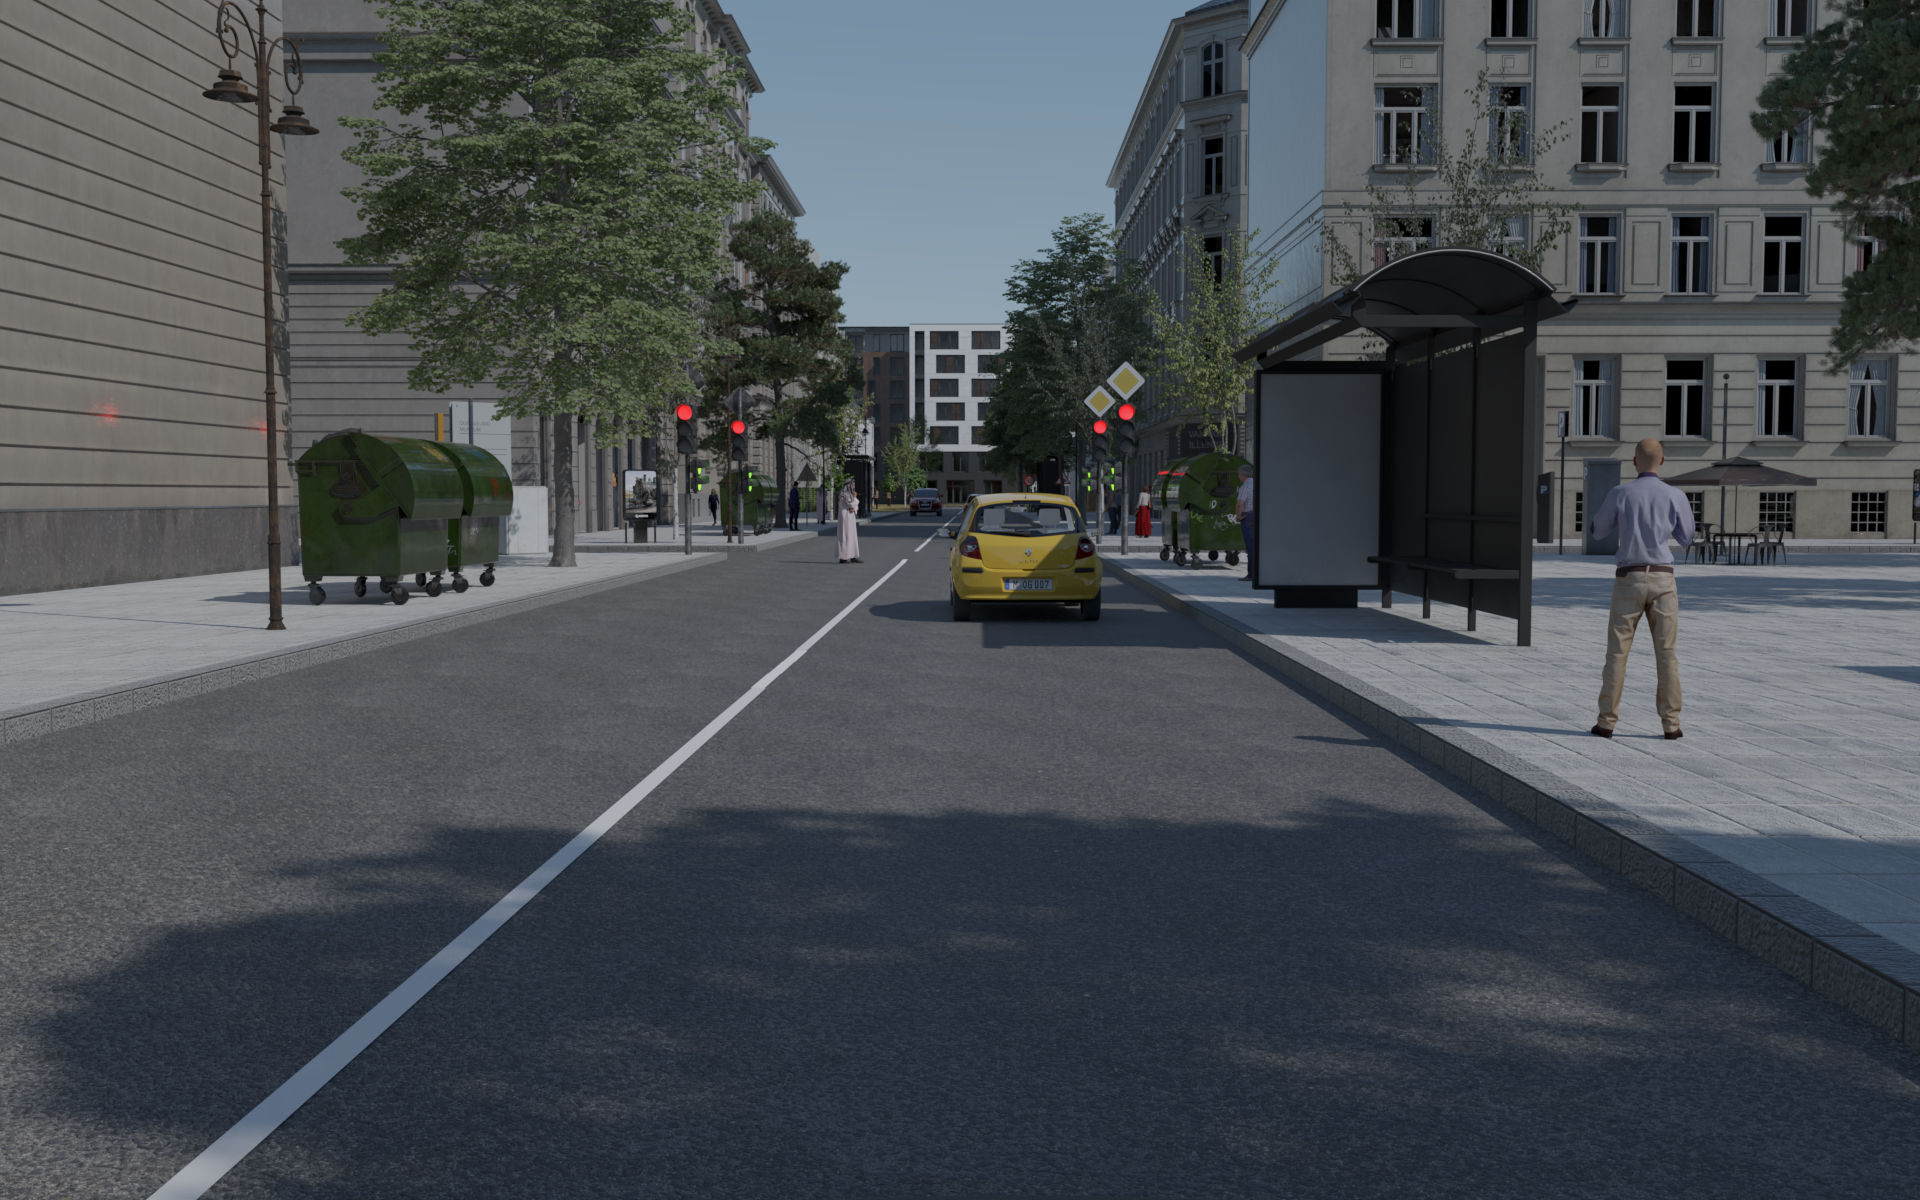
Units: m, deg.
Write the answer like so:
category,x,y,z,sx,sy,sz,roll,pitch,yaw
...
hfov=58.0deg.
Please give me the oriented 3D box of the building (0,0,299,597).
category,x,y,z,sx,sy,sz,roll,pitch,yaw
building,-24.026,-13.912,24.731,25.104,27.353,12.463,0,4,1

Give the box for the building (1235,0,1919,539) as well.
category,x,y,z,sx,sy,sz,roll,pitch,yaw
building,24.555,-13.601,55.668,30.059,22.955,16.112,0,4,1

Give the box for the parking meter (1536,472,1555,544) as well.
category,x,y,z,sx,sy,sz,roll,pitch,yaw
parking meter,15.233,-2.407,45.073,0.255,1.863,0.399,-3,5,-44

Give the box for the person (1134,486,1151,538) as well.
category,x,y,z,sx,sy,sz,roll,pitch,yaw
person,5.364,-2.575,50.620,0.523,1.526,0.387,-2,4,-27

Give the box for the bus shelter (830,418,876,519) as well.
category,x,y,z,sx,sy,sz,roll,pitch,yaw
bus shelter,-5.893,-7.093,93.597,2.179,5.291,8.768,0,4,1

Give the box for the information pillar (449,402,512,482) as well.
category,x,y,z,sx,sy,sz,roll,pitch,yaw
information pillar,-12.329,-3.259,44.598,1.656,3.620,0.184,-3,5,-43

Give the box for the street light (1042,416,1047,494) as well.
category,x,y,z,sx,sy,sz,roll,pitch,yaw
street light,4.544,-7.274,91.724,0.468,5.910,1.993,0,4,1

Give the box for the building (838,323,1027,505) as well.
category,x,y,z,sx,sy,sz,roll,pitch,yaw
building,-8.059,-23.093,221.547,32.646,21.610,27.936,0,4,1

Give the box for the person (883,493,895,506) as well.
category,x,y,z,sx,sy,sz,roll,pitch,yaw
person,-7.318,-10.566,178.899,1.348,1.812,0.705,1,4,20

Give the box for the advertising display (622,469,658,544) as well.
category,x,y,z,sx,sy,sz,roll,pitch,yaw
advertising display,-8.329,-2.440,45.111,0.974,1.923,0.123,-3,5,-39

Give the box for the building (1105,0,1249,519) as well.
category,x,y,z,sx,sy,sz,roll,pitch,yaw
building,18.203,-19.619,97.189,17.030,29.872,44.131,0,4,1

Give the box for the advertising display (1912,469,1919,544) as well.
category,x,y,z,sx,sy,sz,roll,pitch,yaw
advertising display,24.689,-2.381,44.138,0.123,1.923,0.974,-1,4,-13

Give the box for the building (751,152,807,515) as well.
category,x,y,z,sx,sy,sz,roll,pitch,yaw
building,-15.911,-16.983,106.547,11.050,23.489,19.941,0,4,1

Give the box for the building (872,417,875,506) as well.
category,x,y,z,sx,sy,sz,roll,pitch,yaw
building,-23.497,-14.999,187.386,28.070,9.664,9.099,0,4,1

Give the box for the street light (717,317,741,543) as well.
category,x,y,z,sx,sy,sz,roll,pitch,yaw
street light,-6.056,-4.441,45.391,0.468,5.910,1.993,0,4,1

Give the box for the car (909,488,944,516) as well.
category,x,y,z,sx,sy,sz,roll,pitch,yaw
car,-2.201,-6.412,113.513,2.281,1.827,5.304,0,4,1

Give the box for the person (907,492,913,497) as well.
category,x,y,z,sx,sy,sz,roll,pitch,yaw
person,-5.285,-11.254,190.059,1.348,1.822,0.705,-2,4,-31

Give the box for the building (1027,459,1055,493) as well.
category,x,y,z,sx,sy,sz,roll,pitch,yaw
building,13.897,-22.044,216.846,11.380,20.091,16.016,0,4,1

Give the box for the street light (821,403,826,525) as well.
category,x,y,z,sx,sy,sz,roll,pitch,yaw
street light,-5.724,-6.113,72.730,0.468,5.910,1.993,0,4,1

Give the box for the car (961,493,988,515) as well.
category,x,y,z,sx,sy,sz,roll,pitch,yaw
car,1.075,-5.478,99.357,2.009,1.686,4.222,0,4,-1

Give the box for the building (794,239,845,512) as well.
category,x,y,z,sx,sy,sz,roll,pitch,yaw
building,-18.654,-16.494,136.134,16.747,18.905,31.486,0,4,1

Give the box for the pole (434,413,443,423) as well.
category,x,y,z,sx,sy,sz,roll,pitch,yaw
pole,-13.123,-3.049,43.693,0.158,3.312,0.155,0,3,0

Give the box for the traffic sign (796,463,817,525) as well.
category,x,y,z,sx,sy,sz,roll,pitch,yaw
traffic sign,-6.309,-4.365,71.369,0.884,2.594,0.081,1,4,9

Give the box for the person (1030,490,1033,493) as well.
category,x,y,z,sx,sy,sz,roll,pitch,yaw
person,6.401,-9.125,155.784,0.990,1.755,0.434,0,4,8

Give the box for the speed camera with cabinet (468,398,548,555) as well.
category,x,y,z,sx,sy,sz,roll,pitch,yaw
speed camera with cabinet,-9.695,-2.568,36.325,2.038,3.252,0.660,-3,5,-43

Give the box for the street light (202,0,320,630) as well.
category,x,y,z,sx,sy,sz,roll,pitch,yaw
street light,-6.474,-2.656,16.218,0.468,5.910,1.993,0,4,1

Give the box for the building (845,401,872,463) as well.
category,x,y,z,sx,sy,sz,roll,pitch,yaw
building,-14.099,-13.696,166.084,9.099,9.664,28.070,0,4,1

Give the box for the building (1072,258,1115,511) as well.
category,x,y,z,sx,sy,sz,roll,pitch,yaw
building,17.718,-17.615,144.418,16.016,20.091,11.380,0,4,1

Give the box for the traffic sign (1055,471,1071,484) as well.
category,x,y,z,sx,sy,sz,roll,pitch,yaw
traffic sign,5.634,-5.801,94.845,0.884,2.594,0.081,0,4,3

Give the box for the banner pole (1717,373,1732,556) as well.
category,x,y,z,sx,sy,sz,roll,pitch,yaw
banner pole,15.809,-2.803,35.848,0.401,3.779,0.863,2,4,24

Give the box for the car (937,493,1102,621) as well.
category,x,y,z,sx,sy,sz,roll,pitch,yaw
car,0.727,-0.661,21.026,2.015,1.641,3.980,0,4,-1

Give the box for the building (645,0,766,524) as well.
category,x,y,z,sx,sy,sz,roll,pitch,yaw
building,-17.726,-18.162,84.334,14.401,28.519,23.554,0,4,1

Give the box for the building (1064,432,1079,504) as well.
category,x,y,z,sx,sy,sz,roll,pitch,yaw
building,14.845,-13.597,164.463,9.099,9.664,28.070,0,4,1

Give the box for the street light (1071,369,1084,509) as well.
category,x,y,z,sx,sy,sz,roll,pitch,yaw
street light,4.318,-5.589,64.175,0.468,5.910,1.993,0,4,1

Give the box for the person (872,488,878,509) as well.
category,x,y,z,sx,sy,sz,roll,pitch,yaw
person,-7.813,-9.062,154.210,0.705,1.823,1.348,0,4,5

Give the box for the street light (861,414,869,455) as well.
category,x,y,z,sx,sy,sz,roll,pitch,yaw
street light,-5.452,-7.786,100.085,0.468,5.910,1.993,0,4,1

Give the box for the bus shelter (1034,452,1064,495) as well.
category,x,y,z,sx,sy,sz,roll,pitch,yaw
bus shelter,5.011,-6.600,99.185,1.731,3.624,6.357,0,4,1

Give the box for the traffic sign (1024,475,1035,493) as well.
category,x,y,z,sx,sy,sz,roll,pitch,yaw
traffic sign,4.650,-7.105,116.269,0.768,2.556,0.104,0,4,1

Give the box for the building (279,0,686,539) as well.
category,x,y,z,sx,sy,sz,roll,pitch,yaw
building,-17.928,-13.391,60.739,13.314,21.916,24.055,0,4,1

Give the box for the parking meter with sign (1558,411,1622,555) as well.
category,x,y,z,sx,sy,sz,roll,pitch,yaw
parking meter with sign,13.494,-2.453,36.369,1.738,3.016,0.543,0,4,5

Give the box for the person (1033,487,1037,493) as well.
category,x,y,z,sx,sy,sz,roll,pitch,yaw
person,5.364,-7.244,124.562,0.705,1.814,1.350,1,4,18

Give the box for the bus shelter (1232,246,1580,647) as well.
category,x,y,z,sx,sy,sz,roll,pitch,yaw
bus shelter,4.059,-1.407,16.930,2.014,3.302,5.546,0,4,1
